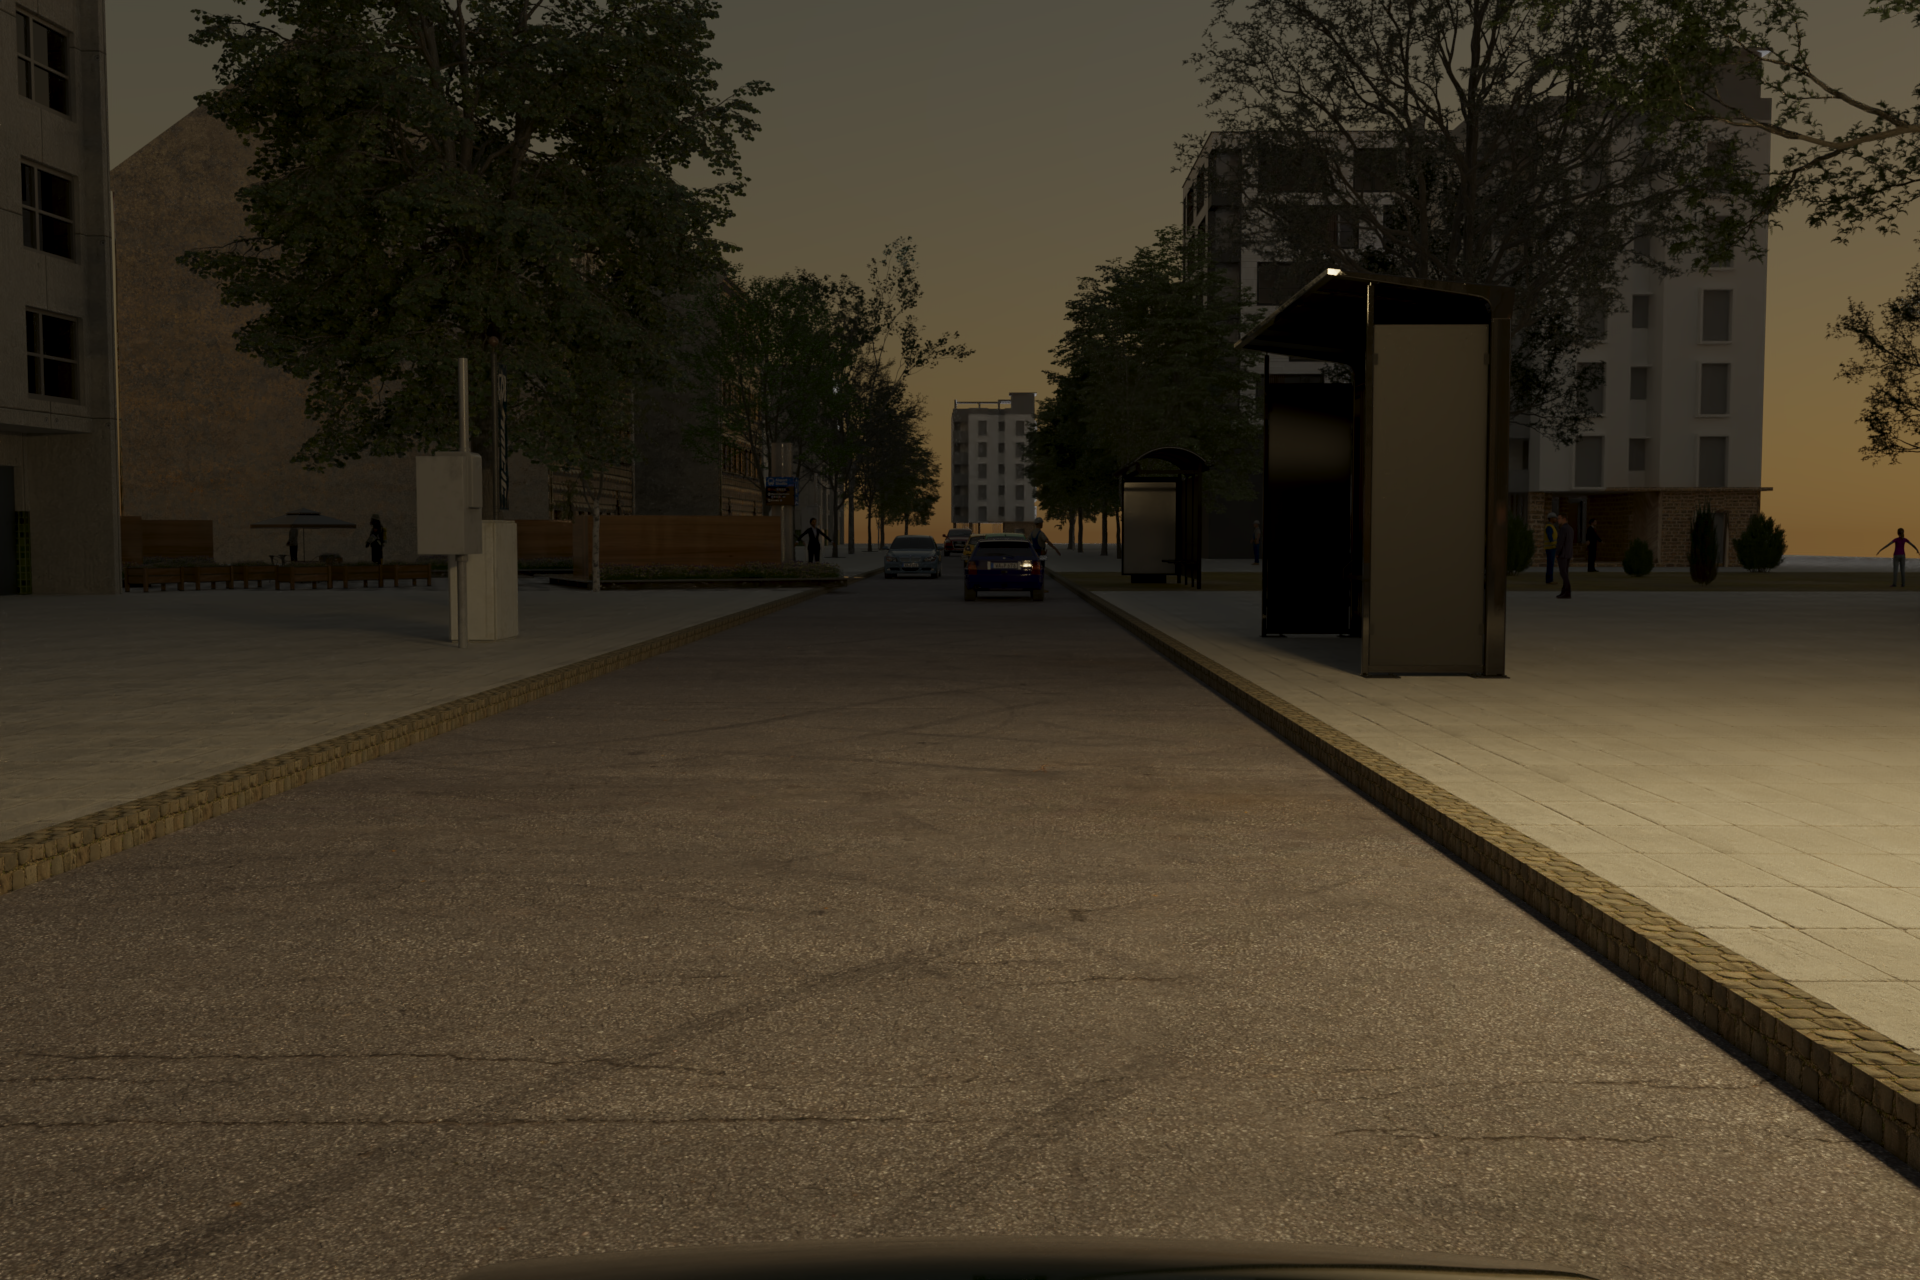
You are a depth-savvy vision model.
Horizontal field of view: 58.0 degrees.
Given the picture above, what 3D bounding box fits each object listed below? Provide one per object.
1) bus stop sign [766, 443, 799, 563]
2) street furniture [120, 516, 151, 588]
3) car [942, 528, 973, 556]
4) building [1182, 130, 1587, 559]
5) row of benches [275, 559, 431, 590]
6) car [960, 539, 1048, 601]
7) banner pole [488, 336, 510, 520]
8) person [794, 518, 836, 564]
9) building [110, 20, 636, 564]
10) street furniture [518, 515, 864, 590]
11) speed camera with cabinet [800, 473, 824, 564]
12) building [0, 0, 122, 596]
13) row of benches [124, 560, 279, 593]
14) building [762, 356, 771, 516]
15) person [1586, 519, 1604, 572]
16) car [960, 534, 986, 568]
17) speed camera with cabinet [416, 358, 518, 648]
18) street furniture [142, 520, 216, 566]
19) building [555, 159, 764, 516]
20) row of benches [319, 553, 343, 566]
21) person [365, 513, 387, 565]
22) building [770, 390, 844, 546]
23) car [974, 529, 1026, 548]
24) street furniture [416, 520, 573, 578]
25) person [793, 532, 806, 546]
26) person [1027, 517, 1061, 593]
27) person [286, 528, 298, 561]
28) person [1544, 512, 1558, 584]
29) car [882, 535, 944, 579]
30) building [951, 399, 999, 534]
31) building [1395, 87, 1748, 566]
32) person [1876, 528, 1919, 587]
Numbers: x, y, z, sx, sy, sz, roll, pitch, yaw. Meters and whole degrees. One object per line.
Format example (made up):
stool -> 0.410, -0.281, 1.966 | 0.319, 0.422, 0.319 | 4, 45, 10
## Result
bus stop sign -> -5.141, -3.737, 50.118 | 0.837, 3.901, 0.837 | 0, 4, 2
street furniture -> -24.350, -2.145, 41.931 | 9.812, 1.723, 11.010 | -2, 4, -31
car -> 0.014, -6.360, 112.657 | 2.281, 1.827, 5.304 | 0, 4, 1
building -> 27.039, -15.916, 104.194 | 27.936, 21.610, 32.646 | 0, 4, 1
row of benches -> -14.414, -1.568, 41.096 | 1.422, 0.672, 4.104 | 2, 4, 34
car -> 0.971, -1.568, 38.210 | 1.945, 1.354, 3.894 | 0, 4, 1
banner pole -> -5.910, -1.973, 22.282 | 0.401, 3.779, 0.863 | 0, 4, 0
person -> -4.072, -2.560, 48.573 | 1.216, 1.740, 0.721 | -2, 4, -24
building -> -26.703, -15.405, 82.805 | 19.493, 23.208, 18.063 | 0, 4, 1
street furniture -> -5.996, -2.199, 42.811 | 11.010, 1.723, 9.812 | -2, 4, -23
speed camera with cabinet -> -4.844, -3.825, 56.868 | 0.660, 3.252, 2.038 | 0, 4, 1
building -> -26.763, -9.449, 20.957 | 16.747, 18.905, 31.486 | 0, 4, 2
row of benches -> -17.326, -1.496, 39.920 | 1.422, 0.672, 4.104 | 1, 4, 23
building -> -24.126, -18.627, 160.965 | 16.016, 20.090, 11.380 | 0, 4, 1
person -> 21.431, -3.207, 58.622 | 0.705, 1.806, 1.347 | 3, 5, 41
car -> 0.997, -3.876, 73.594 | 2.015, 1.641, 3.980 | 0, 4, 0
speed camera with cabinet -> -5.758, -1.586, 20.272 | 0.660, 3.252, 2.038 | 0, 4, 2
street furniture -> -27.800, -2.896, 54.203 | 9.812, 1.723, 11.010 | -2, 4, -26
building -> -23.064, -17.092, 110.379 | 19.493, 23.208, 18.063 | 0, 4, 1
row of benches -> -20.533, -2.510, 56.496 | 1.422, 0.672, 4.104 | -1, 4, -21
person -> -16.342, -2.607, 48.402 | 0.705, 1.856, 1.354 | 0, 4, -6
building -> -22.776, -20.209, 196.876 | 16.747, 18.905, 31.486 | 0, 4, 1
car -> 1.434, -2.891, 56.061 | 1.959, 1.807, 4.718 | 0, 4, 0
street furniture -> -14.699, -2.879, 53.923 | 9.812, 1.723, 11.010 | -1, 4, -19
person -> -5.380, -2.859, 53.022 | 1.348, 1.796, 0.705 | -2, 4, -23
person -> 1.948, -2.086, 42.417 | 0.705, 1.847, 1.347 | -3, 4, -38
person -> -20.676, -2.906, 53.648 | 0.705, 1.813, 1.348 | -1, 4, -15
person -> 15.132, -2.341, 44.242 | 0.705, 1.833, 1.349 | 1, 4, 21
car -> -1.522, -2.753, 57.009 | 2.014, 1.417, 4.499 | 0, 4, 1
building -> -0.899, -23.026, 235.358 | 11.380, 20.090, 16.016 | 0, 4, 2
building -> 25.312, -13.659, 79.738 | 16.016, 20.090, 11.380 | 0, 4, 1
person -> 22.640, -1.989, 41.783 | 0.991, 1.433, 0.599 | 0, 4, 7
